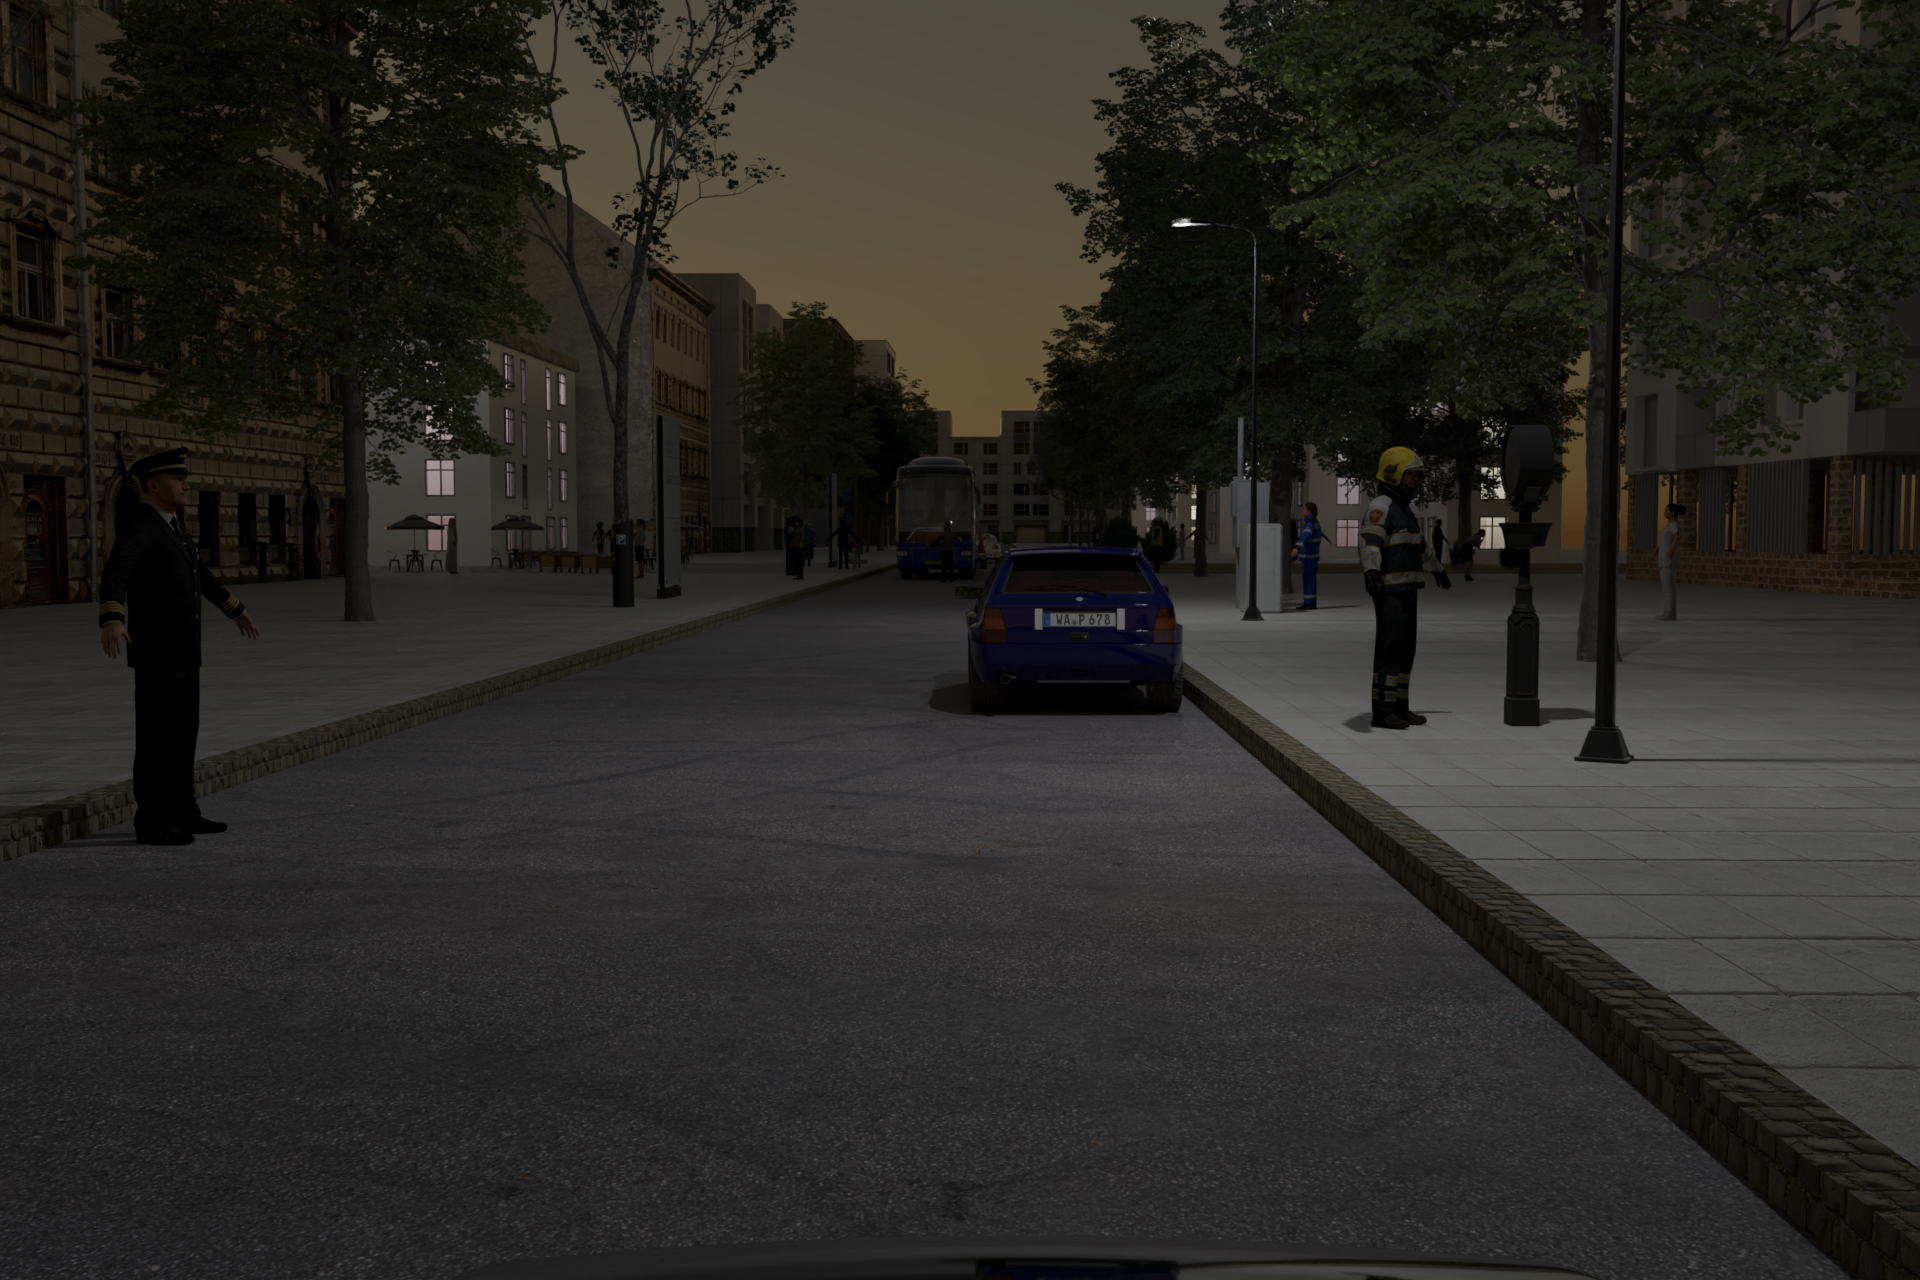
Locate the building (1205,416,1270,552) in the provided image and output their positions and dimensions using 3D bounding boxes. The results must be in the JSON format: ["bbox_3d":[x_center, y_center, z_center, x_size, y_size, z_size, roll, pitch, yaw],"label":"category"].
[{"bbox_3d":[22.775,-11.010,122.168,9.099,9.664,28.070,0,4,1],"label":"building"}]

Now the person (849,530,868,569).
[{"bbox_3d":[-3.868,-3.382,64.562,0.991,1.433,0.599,-2,4,-25],"label":"person"}]

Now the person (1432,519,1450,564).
[{"bbox_3d":[16.511,-3.269,59.666,0.704,1.802,1.346,0,4,-6],"label":"person"}]

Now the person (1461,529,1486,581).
[{"bbox_3d":[14.043,-2.332,47.404,0.697,1.427,0.421,0,4,-7],"label":"person"}]

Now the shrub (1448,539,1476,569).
[{"bbox_3d":[18.372,-3.196,63.373,1.383,1.207,1.383,0,3,0],"label":"shrub"}]

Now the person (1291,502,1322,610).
[{"bbox_3d":[5.909,-1.433,29.409,0.704,1.831,1.345,2,4,26],"label":"person"}]

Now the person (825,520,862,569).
[{"bbox_3d":[-4.239,-3.473,62.967,1.347,1.806,0.705,-1,4,-10],"label":"person"}]

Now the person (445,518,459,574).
[{"bbox_3d":[-16.271,-3.026,55.624,0.704,1.811,1.347,-1,4,-15],"label":"person"}]

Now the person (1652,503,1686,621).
[{"bbox_3d":[10.490,-1.165,25.813,0.721,1.739,1.217,1,4,12],"label":"person"}]

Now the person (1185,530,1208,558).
[{"bbox_3d":[12.858,-5.391,93.911,1.354,1.858,0.705,-1,4,-14],"label":"person"}]

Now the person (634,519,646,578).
[{"bbox_3d":[-9.352,-2.651,50.169,0.721,1.735,1.217,0,4,8],"label":"person"}]

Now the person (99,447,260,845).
[{"bbox_3d":[-3.694,0.017,8.120,0.705,1.837,1.347,0,4,3],"label":"person"}]

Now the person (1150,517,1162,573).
[{"bbox_3d":[6.473,-3.145,57.395,0.705,1.833,1.349,1,4,11],"label":"person"}]

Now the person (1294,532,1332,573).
[{"bbox_3d":[11.545,-3.070,56.654,1.216,1.772,0.721,1,4,9],"label":"person"}]

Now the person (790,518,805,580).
[{"bbox_3d":[-4.600,-2.568,48.751,0.721,1.744,1.215,-1,4,-18],"label":"person"}]

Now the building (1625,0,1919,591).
[{"bbox_3d":[23.675,-11.609,46.226,16.016,20.090,11.380,0,4,1],"label":"building"}]

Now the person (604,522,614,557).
[{"bbox_3d":[-16.878,-4.819,84.568,1.354,1.856,0.705,1,4,9],"label":"person"}]

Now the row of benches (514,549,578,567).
[{"bbox_3d":[-16.790,-3.347,70.184,1.422,0.672,4.104,1,4,18],"label":"row of benches"}]

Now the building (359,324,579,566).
[{"bbox_3d":[-22.868,-8.646,83.514,9.099,9.664,28.070,0,4,2],"label":"building"}]

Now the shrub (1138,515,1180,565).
[{"bbox_3d":[8.365,-4.203,72.757,1.661,2.075,1.752,0,3,0],"label":"shrub"}]

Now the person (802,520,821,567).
[{"bbox_3d":[-5.992,-3.737,67.224,1.347,1.817,0.704,-2,4,-24],"label":"person"}]

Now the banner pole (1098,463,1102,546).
[{"bbox_3d":[4.932,-4.332,60.842,0.401,3.779,0.863,0,4,1],"label":"banner pole"}]

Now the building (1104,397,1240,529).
[{"bbox_3d":[27.625,-23.981,223.024,19.493,23.208,18.063,0,4,1],"label":"building"}]

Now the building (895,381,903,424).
[{"bbox_3d":[-22.478,-23.548,228.990,27.936,21.610,32.646,0,4,2],"label":"building"}]

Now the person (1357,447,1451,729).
[{"bbox_3d":[2.921,-0.351,11.506,0.704,1.858,1.351,2,4,35],"label":"person"}]

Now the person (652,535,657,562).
[{"bbox_3d":[-13.957,-4.521,80.050,0.704,1.812,1.346,0,4,4],"label":"person"}]

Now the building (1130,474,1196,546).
[{"bbox_3d":[23.989,-15.567,196.673,9.099,9.664,28.070,0,4,1],"label":"building"}]

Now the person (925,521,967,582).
[{"bbox_3d":[-0.392,-2.631,51.595,1.348,1.813,0.705,-2,4,-23],"label":"person"}]

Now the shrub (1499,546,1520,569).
[{"bbox_3d":[20.124,-3.187,63.218,1.383,1.207,1.383,0,3,0],"label":"shrub"}]

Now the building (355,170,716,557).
[{"bbox_3d":[-26.195,-16.850,106.427,19.493,23.208,18.063,0,4,2],"label":"building"}]

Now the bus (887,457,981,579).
[{"bbox_3d":[-0.659,-4.120,58.912,2.896,3.916,12.251,0,4,1],"label":"bus"}]

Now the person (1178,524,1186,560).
[{"bbox_3d":[11.033,-4.895,86.218,0.705,1.806,1.347,0,4,-3],"label":"person"}]

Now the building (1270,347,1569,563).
[{"bbox_3d":[22.751,-9.090,90.765,9.099,9.664,28.070,0,4,2],"label":"building"}]

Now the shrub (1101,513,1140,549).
[{"bbox_3d":[6.040,-3.827,66.618,1.661,2.075,1.752,0,3,0],"label":"shrub"}]

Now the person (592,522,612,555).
[{"bbox_3d":[-15.942,-4.327,76.884,1.345,1.843,0.704,3,5,39],"label":"person"}]

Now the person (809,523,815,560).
[{"bbox_3d":[-7.539,-4.984,87.338,0.705,1.847,1.347,1,4,14],"label":"person"}]

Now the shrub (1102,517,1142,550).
[{"bbox_3d":[7.036,-4.352,75.193,1.661,2.075,1.752,0,3,0],"label":"shrub"}]

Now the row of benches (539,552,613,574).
[{"bbox_3d":[-12.716,-2.548,57.115,1.422,0.672,4.104,-3,5,-40],"label":"row of benches"}]

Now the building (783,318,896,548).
[{"bbox_3d":[-21.719,-20.602,180.815,27.936,21.610,32.646,0,4,2],"label":"building"}]

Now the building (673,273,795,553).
[{"bbox_3d":[-22.970,-16.331,133.472,16.747,18.905,31.486,0,4,1],"label":"building"}]
